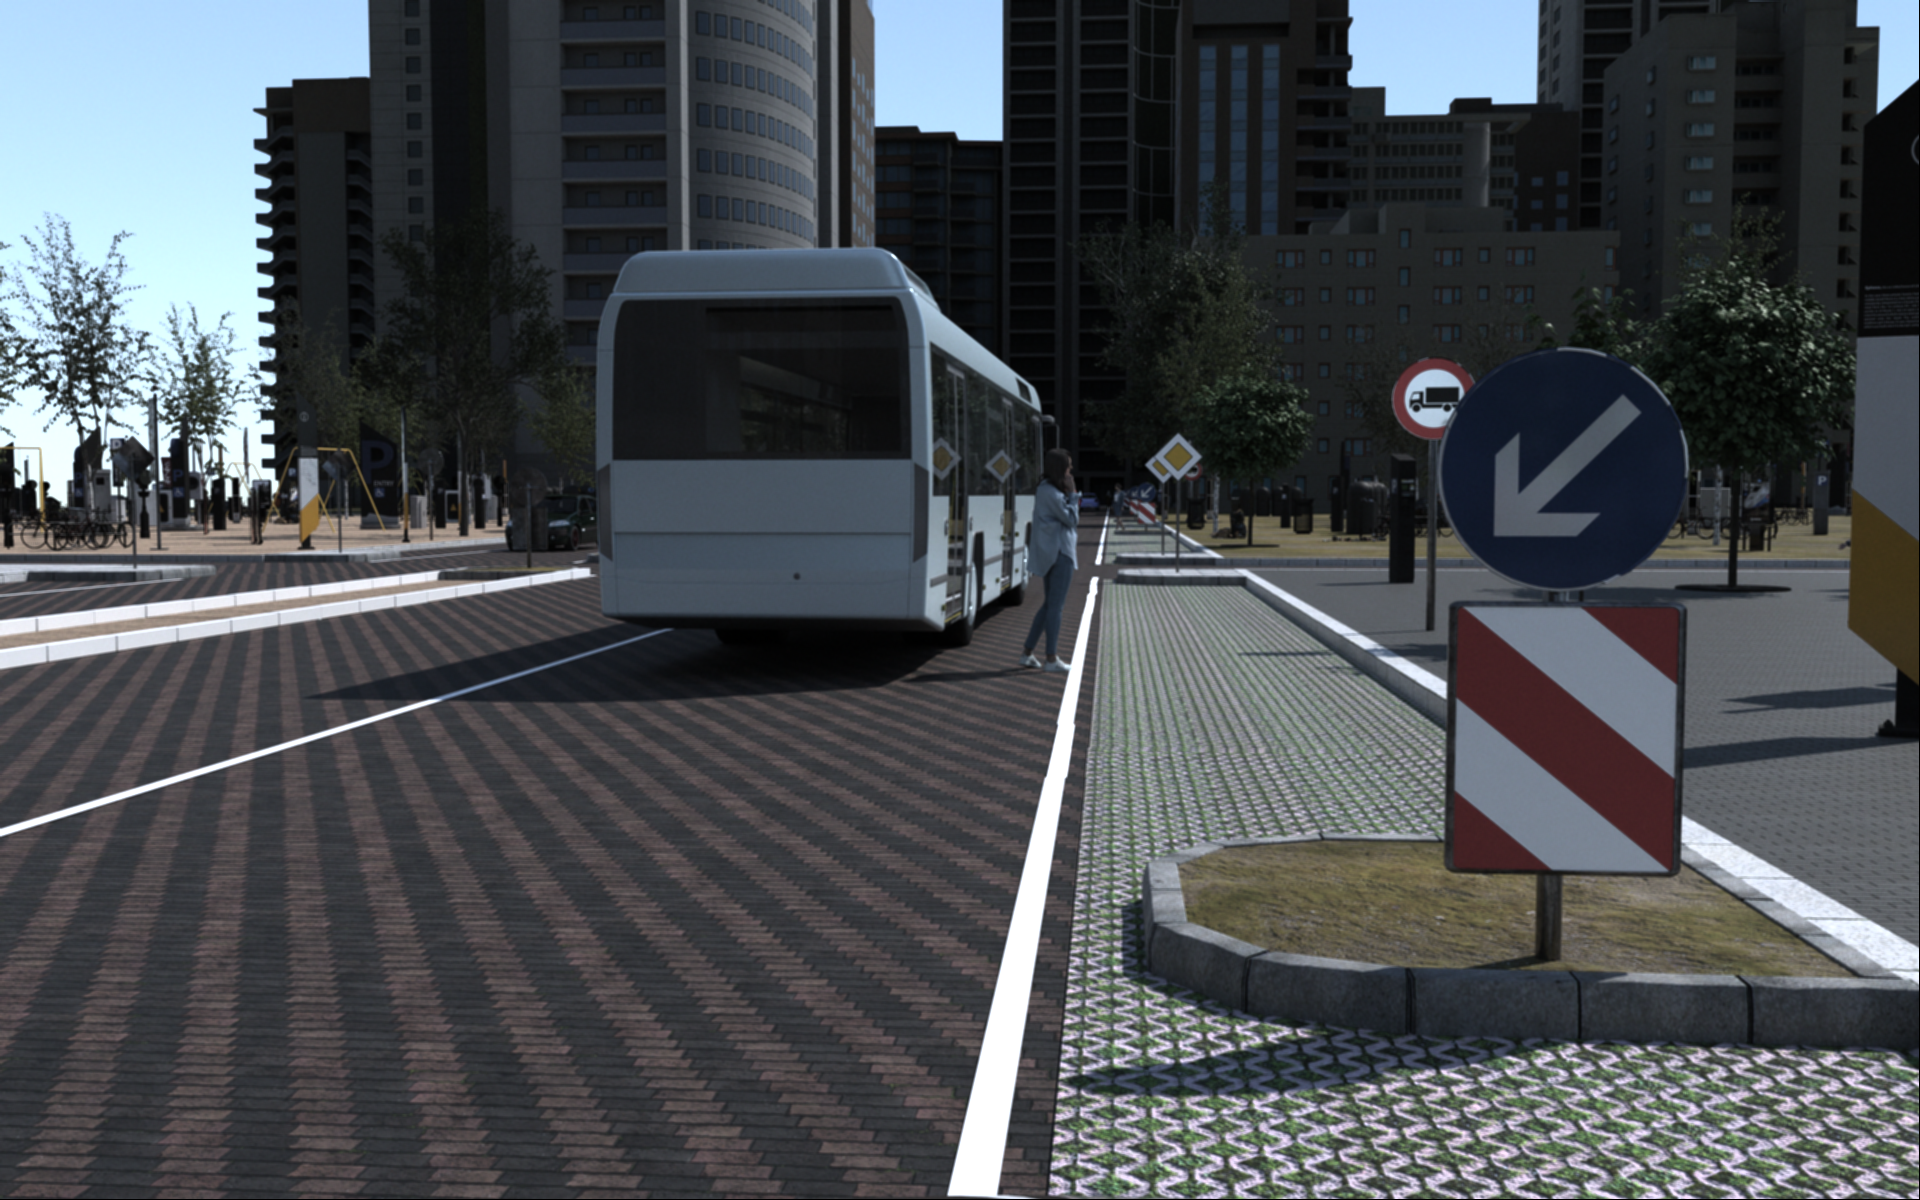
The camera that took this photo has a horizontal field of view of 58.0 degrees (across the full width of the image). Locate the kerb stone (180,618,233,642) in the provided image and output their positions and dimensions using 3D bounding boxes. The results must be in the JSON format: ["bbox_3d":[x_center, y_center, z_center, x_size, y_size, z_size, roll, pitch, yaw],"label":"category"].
[{"bbox_3d":[-7.576,0.308,17.251,0.120,0.150,1.000,0,4,5],"label":"kerb stone"}]

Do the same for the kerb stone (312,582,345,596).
[{"bbox_3d":[-9.037,-0.141,24.575,0.120,0.150,1.000,0,4,5],"label":"kerb stone"}]

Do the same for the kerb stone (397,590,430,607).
[{"bbox_3d":[-7.133,-0.010,22.352,0.120,0.150,1.000,0,4,5],"label":"kerb stone"}]

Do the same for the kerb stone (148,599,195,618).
[{"bbox_3d":[-9.403,0.106,20.500,0.120,0.150,1.000,0,4,5],"label":"kerb stone"}]

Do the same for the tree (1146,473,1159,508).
[{"bbox_3d":[19.068,-10.970,173.963,1.663,3.219,1.824,0,3,0],"label":"tree"}]

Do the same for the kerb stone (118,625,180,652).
[{"bbox_3d":[-7.666,0.366,16.232,0.120,0.150,1.000,0,4,5],"label":"kerb stone"}]

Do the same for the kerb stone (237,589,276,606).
[{"bbox_3d":[-9.228,-0.020,22.536,0.120,0.150,1.000,0,4,5],"label":"kerb stone"}]

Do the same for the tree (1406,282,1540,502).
[{"bbox_3d":[18.077,-6.671,59.439,4.360,8.622,3.978,0,3,0],"label":"tree"}]

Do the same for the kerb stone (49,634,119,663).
[{"bbox_3d":[-7.755,0.428,15.205,0.120,0.150,1.000,0,4,5],"label":"kerb stone"}]

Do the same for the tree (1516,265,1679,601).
[{"bbox_3d":[5.354,-1.236,14.812,1.663,3.219,1.824,0,3,0],"label":"tree"}]

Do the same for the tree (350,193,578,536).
[{"bbox_3d":[-14.939,-7.247,52.907,8.767,10.594,7.601,3,4,38],"label":"tree"}]

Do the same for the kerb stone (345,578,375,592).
[{"bbox_3d":[-8.955,-0.205,25.599,0.120,0.150,1.000,0,4,5],"label":"kerb stone"}]

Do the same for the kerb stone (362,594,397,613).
[{"bbox_3d":[-7.228,0.053,21.332,0.120,0.150,1.000,0,4,5],"label":"kerb stone"}]

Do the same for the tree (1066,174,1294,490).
[{"bbox_3d":[12.967,-15.134,103.328,12.611,20.169,13.585,0,3,0],"label":"tree"}]

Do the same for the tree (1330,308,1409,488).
[{"bbox_3d":[16.951,-7.282,69.420,4.360,8.622,3.978,0,3,0],"label":"tree"}]

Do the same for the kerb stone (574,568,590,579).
[{"bbox_3d":[-6.508,-0.447,29.503,0.120,0.150,1.000,0,4,5],"label":"kerb stone"}]

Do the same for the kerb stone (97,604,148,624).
[{"bbox_3d":[-9.499,0.166,19.482,0.120,0.150,1.000,0,4,5],"label":"kerb stone"}]

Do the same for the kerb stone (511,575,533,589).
[{"bbox_3d":[-6.783,-0.256,26.434,0.120,0.150,1.000,0,4,5],"label":"kerb stone"}]

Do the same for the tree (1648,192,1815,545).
[{"bbox_3d":[19.217,-5.693,43.443,4.737,8.622,4.395,0,3,0],"label":"tree"}]

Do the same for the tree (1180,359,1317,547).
[{"bbox_3d":[7.020,-3.579,42.233,4.285,4.588,4.351,0,3,0],"label":"tree"}]

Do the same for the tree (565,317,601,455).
[{"bbox_3d":[-13.770,-7.372,70.896,4.360,8.622,3.978,0,3,0],"label":"tree"}]

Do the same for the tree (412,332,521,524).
[{"bbox_3d":[-20.653,-7.491,72.841,4.360,8.622,3.978,0,3,0],"label":"tree"}]

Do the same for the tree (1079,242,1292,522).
[{"bbox_3d":[10.714,-9.903,78.930,9.611,12.733,9.660,0,3,0],"label":"tree"}]

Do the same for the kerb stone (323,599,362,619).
[{"bbox_3d":[-7.316,0.115,20.309,0.120,0.150,1.000,0,4,5],"label":"kerb stone"}]

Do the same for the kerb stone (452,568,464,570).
[{"bbox_3d":[-8.600,-0.458,29.688,0.120,0.150,1.000,0,4,5],"label":"kerb stone"}]

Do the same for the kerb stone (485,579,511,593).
[{"bbox_3d":[-6.858,-0.192,25.406,0.120,0.150,1.000,0,4,5],"label":"kerb stone"}]

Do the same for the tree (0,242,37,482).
[{"bbox_3d":[-27.211,-5.923,47.199,4.737,8.622,4.395,0,3,0],"label":"tree"}]

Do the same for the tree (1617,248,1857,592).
[{"bbox_3d":[10.436,-2.410,23.122,4.285,4.588,4.351,0,3,0],"label":"tree"}]

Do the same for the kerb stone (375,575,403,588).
[{"bbox_3d":[-8.871,-0.268,26.624,0.120,0.150,1.000,0,4,5],"label":"kerb stone"}]

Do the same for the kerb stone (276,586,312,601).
[{"bbox_3d":[-9.137,-0.083,23.554,0.120,0.150,1.000,0,4,5],"label":"kerb stone"}]

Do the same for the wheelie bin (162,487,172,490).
[{"bbox_3d":[-36.534,-4.410,80.005,0.693,1.594,0.980,1,4,21],"label":"wheelie bin"}]

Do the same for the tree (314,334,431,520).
[{"bbox_3d":[-25.817,-7.855,78.796,4.737,8.622,4.395,0,3,0],"label":"tree"}]

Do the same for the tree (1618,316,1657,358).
[{"bbox_3d":[27.716,-7.343,70.415,4.360,8.622,3.978,0,3,0],"label":"tree"}]

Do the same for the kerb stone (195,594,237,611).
[{"bbox_3d":[-9.319,0.048,21.519,0.120,0.150,1.000,0,4,5],"label":"kerb stone"}]

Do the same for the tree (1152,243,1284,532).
[{"bbox_3d":[7.644,-6.194,51.641,4.737,8.622,4.395,0,3,0],"label":"tree"}]

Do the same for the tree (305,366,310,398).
[{"bbox_3d":[-30.546,-8.340,86.716,4.737,8.622,4.395,0,3,0],"label":"tree"}]

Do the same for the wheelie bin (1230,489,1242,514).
[{"bbox_3d":[16.413,-5.780,102.404,0.980,1.594,0.693,3,5,40],"label":"wheelie bin"}]

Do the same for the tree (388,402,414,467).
[{"bbox_3d":[-31.766,-9.308,102.548,4.360,8.622,3.978,0,3,0],"label":"tree"}]

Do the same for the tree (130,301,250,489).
[{"bbox_3d":[-28.808,-7.044,65.539,4.737,8.622,4.395,0,3,0],"label":"tree"}]

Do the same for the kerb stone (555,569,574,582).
[{"bbox_3d":[-6.605,-0.381,28.486,0.120,0.150,1.000,0,4,5],"label":"kerb stone"}]

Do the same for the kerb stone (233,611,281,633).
[{"bbox_3d":[-7.487,0.246,18.273,0.120,0.150,1.000,0,4,5],"label":"kerb stone"}]

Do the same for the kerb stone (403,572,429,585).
[{"bbox_3d":[-8.778,-0.331,27.648,0.120,0.150,1.000,0,4,5],"label":"kerb stone"}]

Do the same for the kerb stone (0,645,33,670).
[{"bbox_3d":[-7.845,0.490,14.187,0.120,0.150,1.000,0,4,5],"label":"kerb stone"}]

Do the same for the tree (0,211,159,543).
[{"bbox_3d":[-22.856,-5.796,45.130,4.360,8.622,3.978,0,3,0],"label":"tree"}]

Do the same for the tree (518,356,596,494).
[{"bbox_3d":[-20.059,-8.356,86.983,4.737,8.622,4.395,0,3,0],"label":"tree"}]

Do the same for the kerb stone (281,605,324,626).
[{"bbox_3d":[-7.396,0.179,19.290,0.120,0.150,1.000,0,4,5],"label":"kerb stone"}]

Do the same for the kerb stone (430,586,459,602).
[{"bbox_3d":[-7.048,-0.072,23.370,0.120,0.150,1.000,0,4,5],"label":"kerb stone"}]

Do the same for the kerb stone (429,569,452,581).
[{"bbox_3d":[-8.693,-0.396,28.670,0.120,0.150,1.000,0,4,5],"label":"kerb stone"}]

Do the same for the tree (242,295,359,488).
[{"bbox_3d":[-24.049,-6.935,63.753,4.360,8.622,3.978,0,3,0],"label":"tree"}]

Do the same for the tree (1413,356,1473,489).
[{"bbox_3d":[25.779,-8.690,92.447,4.737,8.622,4.395,0,3,0],"label":"tree"}]

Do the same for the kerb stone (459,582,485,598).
[{"bbox_3d":[-6.957,-0.133,24.388,0.120,0.150,1.000,0,4,5],"label":"kerb stone"}]

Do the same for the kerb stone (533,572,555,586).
[{"bbox_3d":[-6.687,-0.322,27.456,0.120,0.150,1.000,0,4,5],"label":"kerb stone"}]
